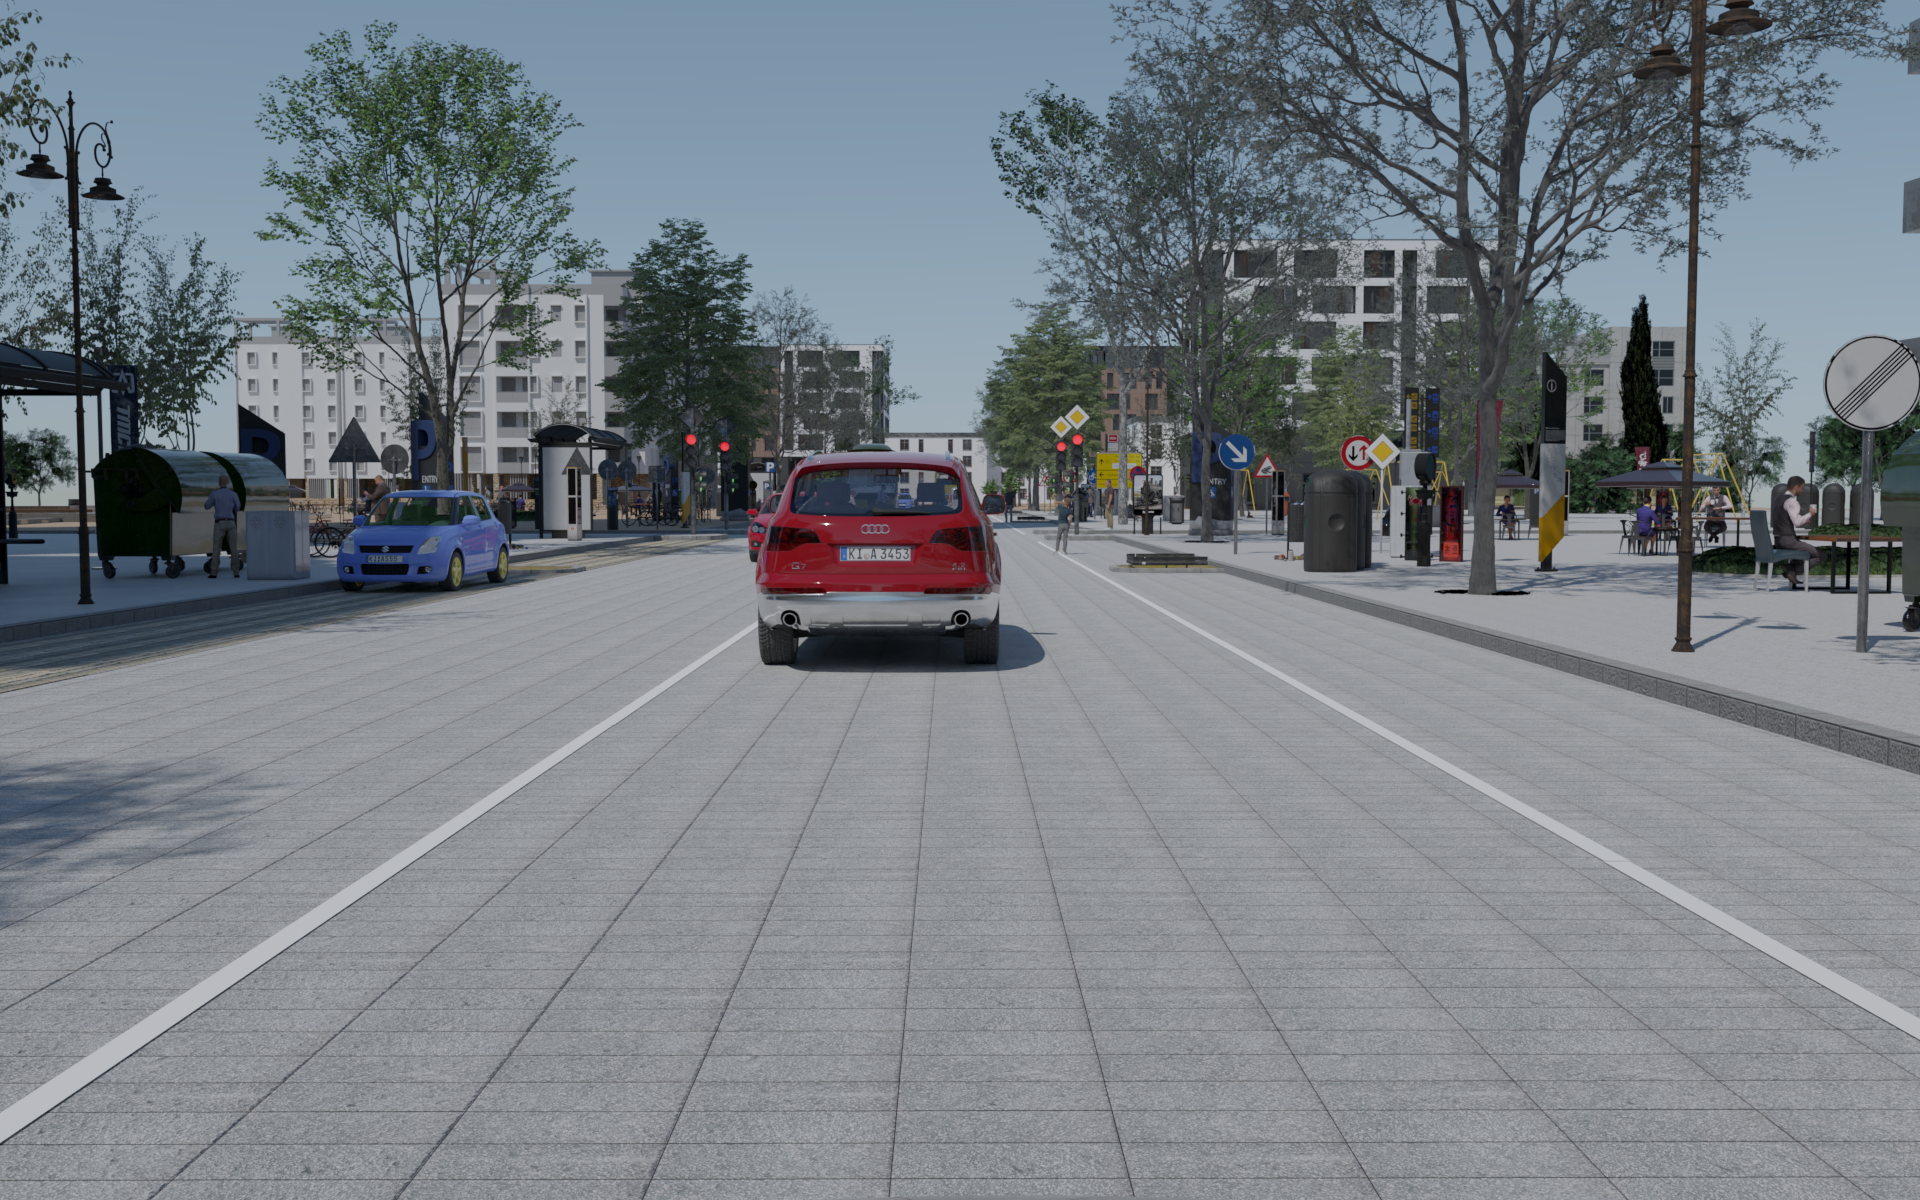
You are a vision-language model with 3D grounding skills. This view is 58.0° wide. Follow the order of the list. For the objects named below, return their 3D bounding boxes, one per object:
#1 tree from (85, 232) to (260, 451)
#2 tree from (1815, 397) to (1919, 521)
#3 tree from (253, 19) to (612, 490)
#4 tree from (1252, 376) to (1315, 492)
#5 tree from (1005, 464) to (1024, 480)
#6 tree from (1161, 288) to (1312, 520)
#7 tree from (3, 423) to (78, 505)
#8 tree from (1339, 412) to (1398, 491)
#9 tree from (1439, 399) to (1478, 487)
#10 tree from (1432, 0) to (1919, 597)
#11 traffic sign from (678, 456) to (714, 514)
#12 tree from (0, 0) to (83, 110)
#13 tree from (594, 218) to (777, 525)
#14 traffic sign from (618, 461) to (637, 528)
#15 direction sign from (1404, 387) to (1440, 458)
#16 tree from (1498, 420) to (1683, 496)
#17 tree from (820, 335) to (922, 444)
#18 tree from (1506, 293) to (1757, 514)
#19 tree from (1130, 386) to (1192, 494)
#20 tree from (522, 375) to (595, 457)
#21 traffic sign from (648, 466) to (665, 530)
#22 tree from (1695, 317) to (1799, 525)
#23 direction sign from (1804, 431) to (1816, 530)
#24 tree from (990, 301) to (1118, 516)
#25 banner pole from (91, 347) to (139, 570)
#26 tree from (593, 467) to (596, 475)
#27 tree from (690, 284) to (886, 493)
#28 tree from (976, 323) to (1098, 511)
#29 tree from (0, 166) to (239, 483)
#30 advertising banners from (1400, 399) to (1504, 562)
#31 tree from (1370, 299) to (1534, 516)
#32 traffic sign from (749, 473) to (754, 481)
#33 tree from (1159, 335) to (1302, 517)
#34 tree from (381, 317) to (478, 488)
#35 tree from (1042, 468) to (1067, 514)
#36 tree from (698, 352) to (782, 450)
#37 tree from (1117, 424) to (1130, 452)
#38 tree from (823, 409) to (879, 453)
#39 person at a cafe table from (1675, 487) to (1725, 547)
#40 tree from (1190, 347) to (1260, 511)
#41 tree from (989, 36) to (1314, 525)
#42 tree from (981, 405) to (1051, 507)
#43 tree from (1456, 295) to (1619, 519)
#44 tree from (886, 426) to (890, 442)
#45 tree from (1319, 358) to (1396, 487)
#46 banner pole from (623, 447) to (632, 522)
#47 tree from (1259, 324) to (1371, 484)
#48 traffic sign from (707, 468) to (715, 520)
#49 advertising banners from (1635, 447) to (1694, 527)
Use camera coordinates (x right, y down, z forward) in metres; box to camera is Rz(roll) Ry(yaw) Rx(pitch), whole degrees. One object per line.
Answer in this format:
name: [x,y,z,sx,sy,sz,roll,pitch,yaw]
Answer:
tree: [-21.652,-5.962,47.843,4.737,8.622,4.395,0,3,0]
tree: [47.124,-7.268,81.740,11.467,7.101,20.602,-2,4,-26]
tree: [-11.421,-6.870,38.083,9.928,11.665,9.643,0,3,0]
tree: [19.874,-9.519,105.996,4.360,8.622,3.978,0,3,0]
tree: [6.415,-15.477,203.410,4.360,8.622,3.978,0,3,0]
tree: [13.734,-9.821,86.330,9.928,11.665,9.643,0,3,0]
tree: [-67.486,-9.333,115.493,11.467,7.101,20.602,0,4,-5]
tree: [31.003,-11.145,132.582,4.360,8.622,3.978,0,3,0]
tree: [30.944,-9.589,107.143,4.737,8.622,4.395,0,3,0]
tree: [6.753,-6.804,21.623,12.009,13.543,11.850,0,3,0]
traffic sign: [-14.130,-5.979,91.633,2.265,3.308,0.079,0,4,6]
tree: [-10.135,-3.959,15.094,4.360,8.622,3.978,0,3,0]
tree: [-11.516,-9.414,72.046,7.486,12.596,7.792,0,3,0]
traffic sign: [-12.660,-4.020,65.833,0.768,2.556,0.104,0,4,6]
direction sign: [9.842,-2.751,36.973,0.876,3.537,0.379,-1,4,-21]
tree: [51.382,-10.291,131.161,20.602,7.101,11.467,0,4,-1]
tree: [-10.684,-21.314,204.379,12.611,20.169,13.585,0,3,0]
tree: [45.297,-13.228,118.103,18.604,14.587,13.155,-3,5,-41]
tree: [14.464,-10.144,116.223,4.360,8.622,3.978,0,3,0]
tree: [-24.637,-9.548,106.479,4.360,8.622,3.978,0,3,0]
traffic sign: [-10.913,-3.685,62.383,0.606,2.300,0.079,0,3,0]
tree: [32.274,-7.423,71.726,4.360,8.622,3.978,0,3,0]
direction sign: [30.747,-4.315,62.547,0.379,3.537,0.876,3,4,36]
tree: [5.627,-11.261,102.251,7.486,12.596,7.792,0,3,0]
banner pole: [-14.398,-2.416,29.526,0.863,3.779,0.401,0,4,-8]
tree: [-27.573,-8.522,123.049,4.285,4.588,4.351,0,3,0]
tree: [-10.683,-11.702,101.701,12.009,13.543,11.850,0,3,0]
tree: [5.631,-13.634,129.564,9.857,13.997,8.962,0,3,0]
tree: [-19.750,-5.552,41.135,4.360,8.622,3.978,0,3,0]
advertising banners: [9.262,-2.231,32.672,2.074,3.025,0.090,3,5,45]
tree: [29.062,-11.037,98.588,7.486,12.596,7.792,0,3,0]
traffic sign: [-11.441,-5.706,93.297,0.884,2.594,0.081,0,4,1]
tree: [15.718,-9.972,97.460,8.767,10.594,7.601,-2,4,-34]
tree: [-22.399,-7.479,72.646,4.360,8.622,3.978,0,3,0]
tree: [6.141,-7.083,110.409,1.663,3.219,1.824,0,3,0]
tree: [-11.288,-8.463,88.726,4.360,8.622,3.978,0,3,0]
tree: [13.297,-10.686,125.075,4.360,8.622,3.978,0,3,0]
tree: [-11.167,-15.049,180.465,8.767,10.594,7.601,3,5,40]
person at a cafe table: [18.083,-2.016,41.483,1.698,1.524,1.622,2,4,24]
tree: [21.098,-12.976,130.278,7.486,12.596,7.792,0,3,0]
tree: [8.076,-13.170,71.219,12.611,20.169,13.585,0,3,0]
tree: [5.525,-14.960,170.352,9.928,11.665,9.643,0,3,0]
tree: [29.066,-9.923,88.004,9.928,11.665,9.643,0,3,0]
tree: [-10.852,-13.672,133.908,12.009,13.543,11.850,0,3,0]
tree: [20.385,-8.497,89.282,4.737,8.622,4.395,0,3,0]
banner pole: [-15.384,-5.523,80.324,0.401,3.779,0.863,1,4,15]
tree: [25.767,-12.117,116.239,7.486,12.596,7.792,0,3,0]
traffic sign: [-12.538,-5.256,86.042,0.768,2.556,0.104,0,4,5]
advertising banners: [25.956,-4.140,63.872,2.074,3.025,0.090,1,4,20]
